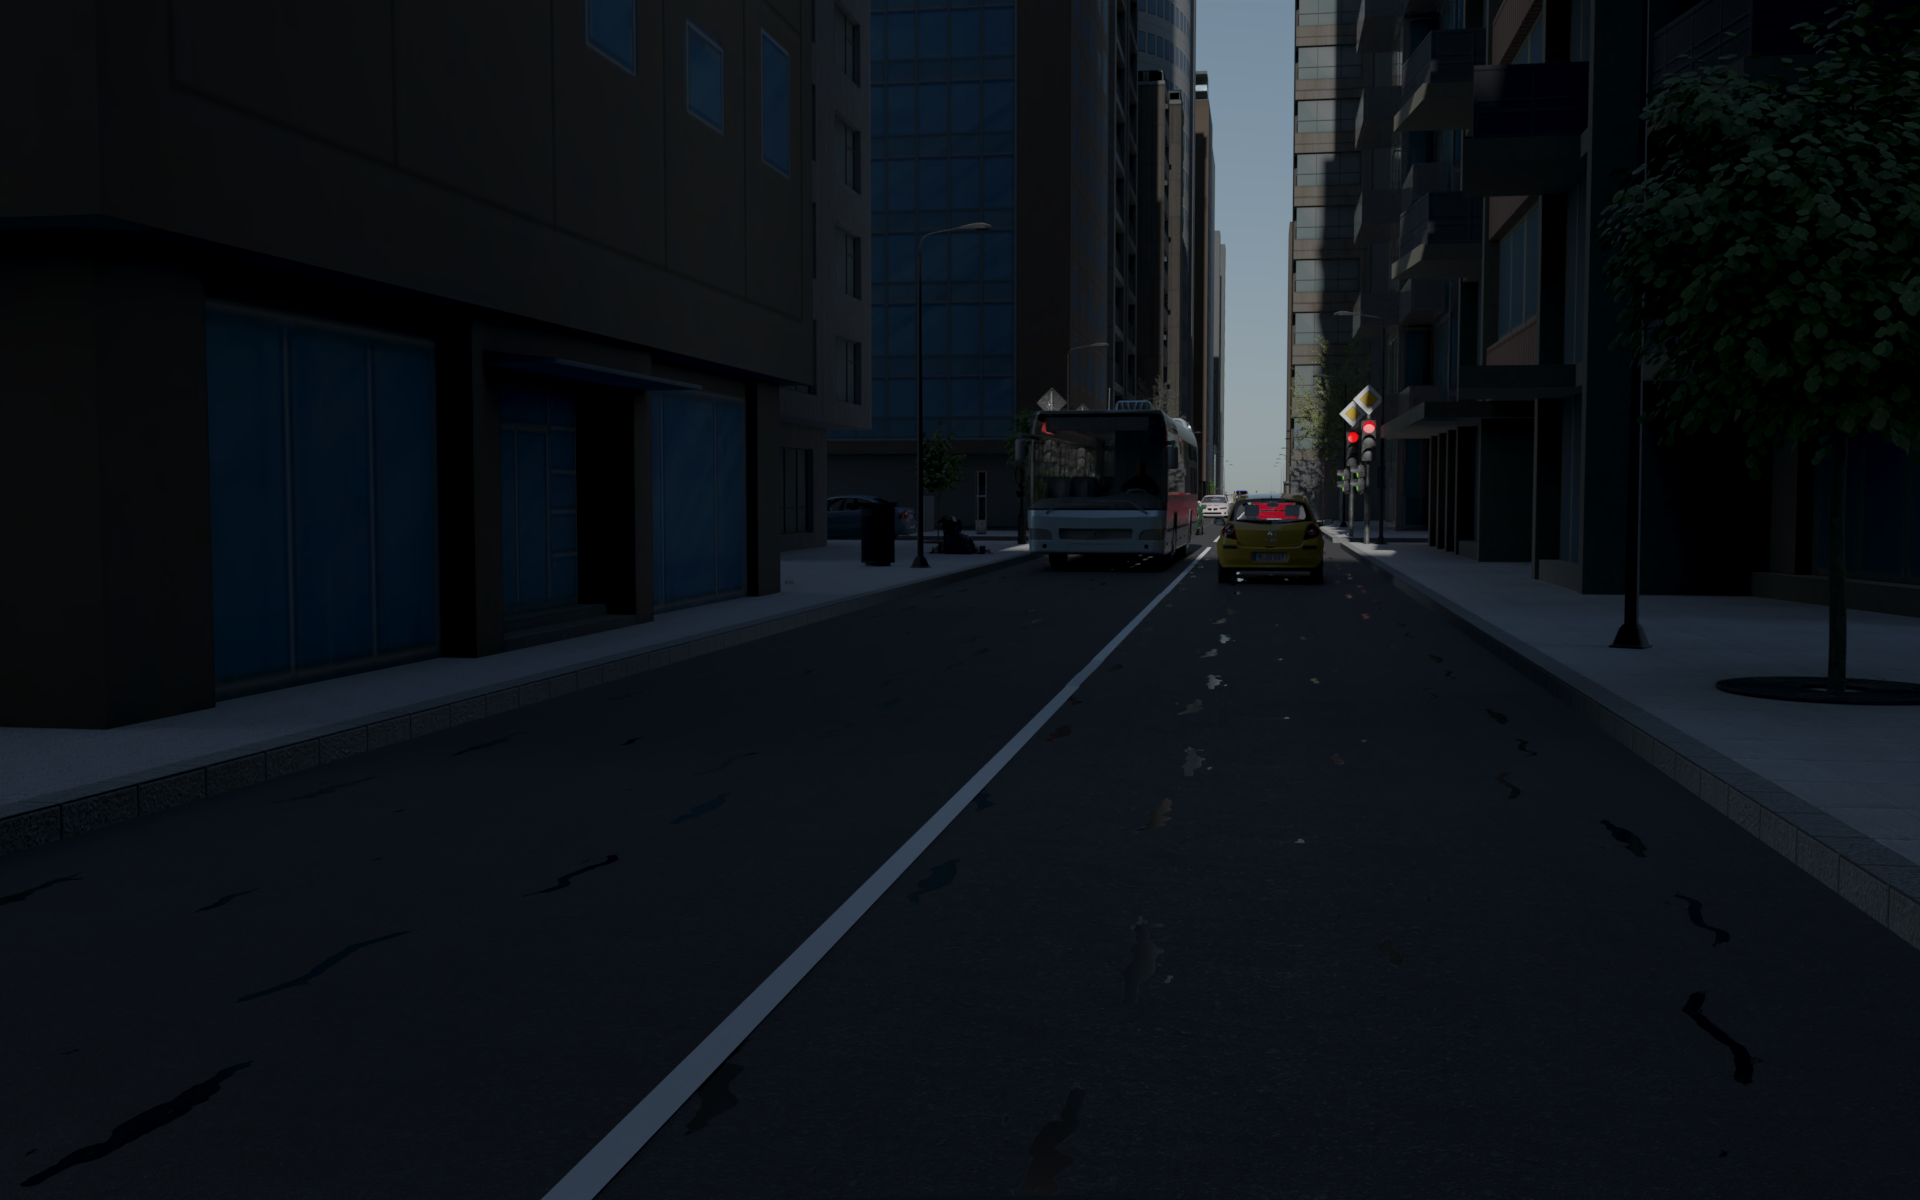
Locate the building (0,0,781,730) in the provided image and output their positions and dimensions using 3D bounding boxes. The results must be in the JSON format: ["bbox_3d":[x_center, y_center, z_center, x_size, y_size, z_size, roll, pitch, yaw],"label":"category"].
[{"bbox_3d":[-9.944,-22.363,15.750,14.600,45.320,14.200,1,4,10],"label":"building"}]

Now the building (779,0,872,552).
[{"bbox_3d":[-9.692,-21.747,39.164,14.086,41.232,14.154,1,4,10],"label":"building"}]

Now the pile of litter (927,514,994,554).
[{"bbox_3d":[-0.080,-1.431,37.364,1.176,0.858,1.719,-3,5,-45],"label":"pile of litter"}]

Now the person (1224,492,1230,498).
[{"bbox_3d":[31.152,-11.781,201.917,0.742,1.727,0.445,0,4,-4],"label":"person"}]

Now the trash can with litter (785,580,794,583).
[{"bbox_3d":[-3.496,-0.827,24.582,2.233,1.210,1.678,0,4,0],"label":"trash can with litter"}]

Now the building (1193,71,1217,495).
[{"bbox_3d":[24.659,-56.688,239.518,22.319,86.520,31.000,1,4,10],"label":"building"}]

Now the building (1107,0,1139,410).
[{"bbox_3d":[1.091,-39.925,91.025,20.563,71.187,20.611,1,4,10],"label":"building"}]

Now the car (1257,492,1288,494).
[{"bbox_3d":[11.365,-3.305,63.080,2.155,1.783,4.494,1,4,8],"label":"car"}]

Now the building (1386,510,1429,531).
[{"bbox_3d":[29.576,-26.968,60.530,30.456,49.044,23.786,1,4,10],"label":"building"}]

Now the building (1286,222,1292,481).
[{"bbox_3d":[58.951,-38.195,274.596,14.600,45.320,14.200,1,4,10],"label":"building"}]

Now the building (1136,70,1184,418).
[{"bbox_3d":[8.005,-21.277,119.577,14.160,30.474,14.107,1,4,10],"label":"building"}]

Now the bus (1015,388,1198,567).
[{"bbox_3d":[3.510,-2.586,37.147,2.948,3.499,13.247,1,4,10],"label":"bus"}]

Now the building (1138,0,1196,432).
[{"bbox_3d":[8.205,-36.724,142.435,21.231,58.520,28.212,1,4,10],"label":"building"}]

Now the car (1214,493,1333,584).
[{"bbox_3d":[5.272,-1.163,29.234,2.015,1.641,3.980,1,4,11],"label":"car"}]

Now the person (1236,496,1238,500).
[{"bbox_3d":[36.798,-13.356,230.062,0.799,1.438,0.628,2,4,29],"label":"person"}]

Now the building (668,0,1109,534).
[{"bbox_3d":[-1.799,-25.472,66.577,14.600,45.320,14.200,1,4,10],"label":"building"}]

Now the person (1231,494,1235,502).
[{"bbox_3d":[36.559,-13.443,231.489,0.799,1.438,0.628,-1,4,-19],"label":"person"}]

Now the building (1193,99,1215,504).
[{"bbox_3d":[20.960,-33.268,194.038,14.600,45.320,14.200,1,4,10],"label":"building"}]

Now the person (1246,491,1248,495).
[{"bbox_3d":[42.056,-14.975,253.276,0.705,1.831,1.348,3,4,38],"label":"person"}]

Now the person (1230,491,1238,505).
[{"bbox_3d":[35.515,-13.177,223.952,1.348,1.824,0.705,2,4,33],"label":"person"}]

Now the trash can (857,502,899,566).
[{"bbox_3d":[-1.464,-1.177,30.890,0.748,1.137,0.748,0,3,0],"label":"trash can"}]

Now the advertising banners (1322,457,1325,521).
[{"bbox_3d":[15.787,-4.834,75.231,0.090,3.025,2.074,1,4,12],"label":"advertising banners"}]

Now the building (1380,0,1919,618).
[{"bbox_3d":[18.846,-22.792,27.282,22.147,44.769,28.867,1,4,10],"label":"building"}]

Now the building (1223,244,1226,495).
[{"bbox_3d":[35.030,-36.272,276.642,14.154,41.232,14.086,1,4,10],"label":"building"}]

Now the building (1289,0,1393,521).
[{"bbox_3d":[24.155,-24.763,88.463,14.154,41.232,14.086,1,4,10],"label":"building"}]

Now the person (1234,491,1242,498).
[{"bbox_3d":[34.905,-12.707,216.276,1.348,1.821,0.705,1,4,21],"label":"person"}]

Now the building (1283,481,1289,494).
[{"bbox_3d":[64.336,-34.397,254.278,32.217,40.220,23.993,1,4,10],"label":"building"}]

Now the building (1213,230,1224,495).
[{"bbox_3d":[32.071,-35.404,262.451,14.154,41.232,14.086,1,4,10],"label":"building"}]

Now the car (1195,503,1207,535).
[{"bbox_3d":[7.767,-3.067,61.943,2.131,1.459,4.920,1,4,9],"label":"car"}]

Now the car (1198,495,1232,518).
[{"bbox_3d":[15.372,-5.631,104.420,2.083,1.381,4.827,1,4,12],"label":"car"}]

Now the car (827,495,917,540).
[{"bbox_3d":[-3.510,-2.355,50.509,4.499,1.417,2.014,1,4,11],"label":"car"}]
